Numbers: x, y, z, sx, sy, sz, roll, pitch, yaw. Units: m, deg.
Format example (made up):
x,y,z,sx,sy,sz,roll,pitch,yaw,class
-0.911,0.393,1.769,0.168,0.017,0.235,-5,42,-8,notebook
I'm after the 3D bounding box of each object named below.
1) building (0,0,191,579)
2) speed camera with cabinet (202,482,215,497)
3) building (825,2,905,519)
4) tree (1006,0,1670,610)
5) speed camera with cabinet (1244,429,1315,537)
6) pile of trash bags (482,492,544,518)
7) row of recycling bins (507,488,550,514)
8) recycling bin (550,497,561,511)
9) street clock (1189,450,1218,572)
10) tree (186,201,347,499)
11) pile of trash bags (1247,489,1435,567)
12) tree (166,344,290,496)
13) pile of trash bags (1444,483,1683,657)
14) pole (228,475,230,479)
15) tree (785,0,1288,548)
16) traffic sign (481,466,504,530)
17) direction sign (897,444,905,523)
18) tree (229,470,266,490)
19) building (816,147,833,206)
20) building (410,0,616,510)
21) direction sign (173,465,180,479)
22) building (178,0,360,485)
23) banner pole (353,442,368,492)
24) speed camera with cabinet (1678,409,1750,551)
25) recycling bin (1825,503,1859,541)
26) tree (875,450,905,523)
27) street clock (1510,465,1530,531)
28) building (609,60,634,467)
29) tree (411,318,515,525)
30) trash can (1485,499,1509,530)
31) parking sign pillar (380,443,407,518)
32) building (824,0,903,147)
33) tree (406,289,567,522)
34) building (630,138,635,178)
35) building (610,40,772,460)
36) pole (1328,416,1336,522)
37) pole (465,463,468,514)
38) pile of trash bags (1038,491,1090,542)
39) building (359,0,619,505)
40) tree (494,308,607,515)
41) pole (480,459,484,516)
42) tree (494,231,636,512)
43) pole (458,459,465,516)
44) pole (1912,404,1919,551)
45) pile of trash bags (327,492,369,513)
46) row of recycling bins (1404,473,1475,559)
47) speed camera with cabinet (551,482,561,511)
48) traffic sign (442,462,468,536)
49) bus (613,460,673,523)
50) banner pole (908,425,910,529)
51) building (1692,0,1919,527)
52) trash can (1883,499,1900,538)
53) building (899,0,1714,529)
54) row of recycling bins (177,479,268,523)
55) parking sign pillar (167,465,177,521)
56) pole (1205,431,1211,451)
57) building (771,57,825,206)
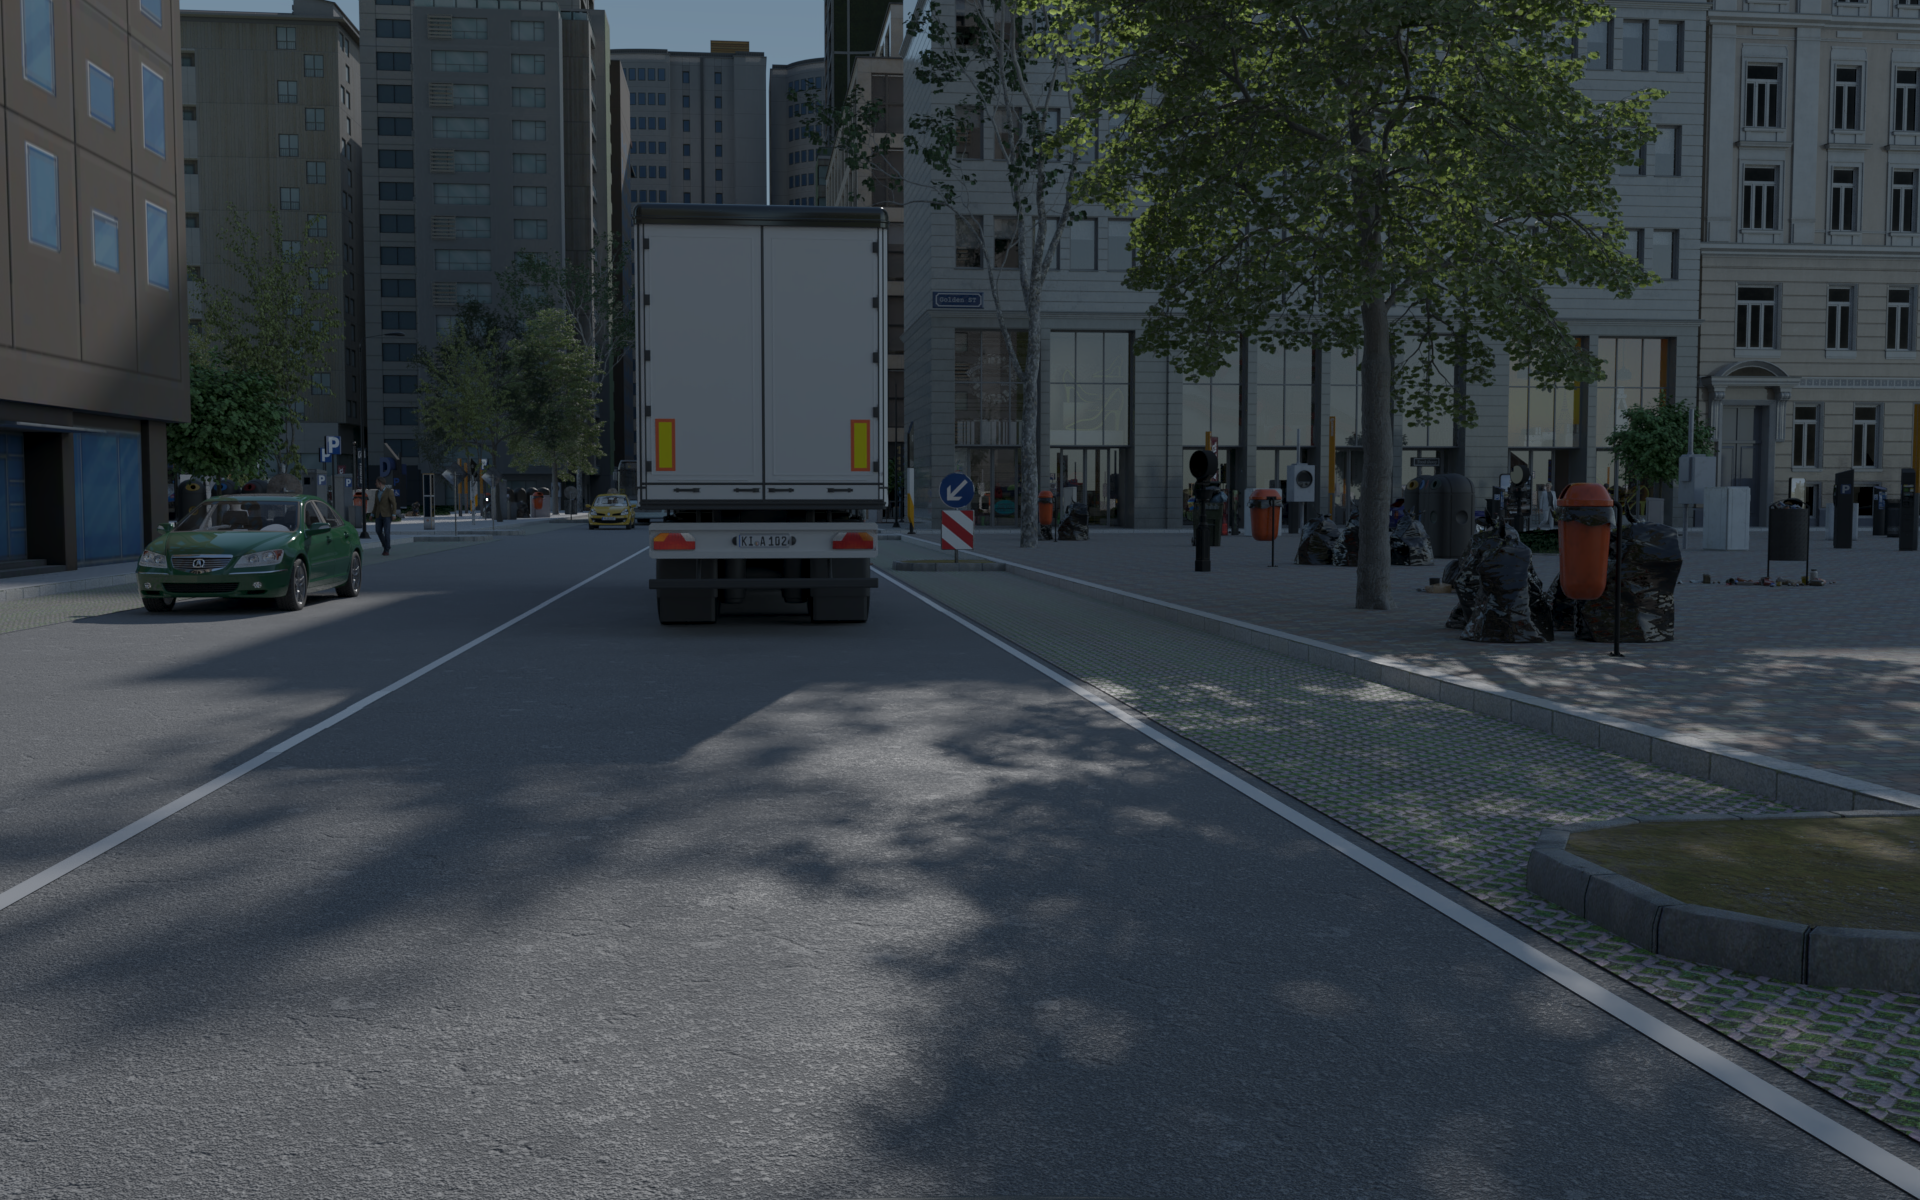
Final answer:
x,y,z,sx,sy,sz,roll,pitch,yaw,class
-21.358,-22.962,25.541,14.600,45.320,14.200,0,4,-7,building
-35.794,-5.354,81.872,2.038,3.252,0.660,2,4,33,speed camera with cabinet
2.276,-18.417,105.627,19.350,26.468,34.151,0,4,-7,building
4.245,-6.168,18.969,7.486,12.596,7.792,0,3,0,tree
9.627,-3.536,52.154,2.038,3.252,0.660,-1,4,-14,speed camera with cabinet
-23.687,-5.060,92.483,1.912,1.369,3.447,3,4,38,pile of trash bags
-27.493,-6.271,109.649,1.069,1.692,3.534,3,5,42,row of recycling bins
-31.369,-7.422,133.896,0.722,1.027,0.722,-3,5,-42,recycling bin
4.020,-1.471,28.622,0.358,2.002,0.471,-2,4,-34,street clock
-17.123,-5.675,43.144,4.737,8.622,4.395,0,3,0,tree
6.716,-1.311,31.195,3.447,1.369,1.912,-1,4,-22,pile of trash bags
-16.294,-3.313,37.888,4.285,4.588,4.351,0,3,0,tree
5.293,-0.328,15.114,1.912,1.369,3.447,1,4,13,pile of trash bags
-41.298,-6.364,97.902,0.158,3.312,0.155,0,3,0,pole
2.175,-11.414,42.503,12.611,20.169,13.585,0,3,0,tree
-16.479,-3.516,61.127,0.795,2.450,0.064,0,4,-7,traffic sign
-2.623,-5.256,77.931,0.379,3.537,0.876,2,4,28,direction sign
-33.348,-5.311,81.435,1.663,3.219,1.824,0,3,0,tree
-5.301,-22.997,147.697,14.160,30.474,14.107,0,4,-7,building
-35.962,-27.985,141.147,14.154,41.232,14.086,0,4,-7,building
-41.465,-6.099,91.723,0.379,3.537,0.876,2,4,33,direction sign
-78.278,-36.777,190.537,27.495,52.752,28.713,0,4,-7,building
-28.766,-5.684,82.950,0.863,3.779,0.401,1,4,14,banner pole
17.298,-2.776,39.728,0.660,3.252,2.038,-1,4,-8,speed camera with cabinet
24.446,-2.169,48.024,0.722,1.027,0.722,1,4,19,recycling bin
-3.091,-4.974,75.929,1.663,3.219,1.824,0,3,0,tree
14.003,-2.373,43.366,0.358,2.002,0.471,-2,4,-25,street clock
-40.687,-32.127,175.392,14.600,45.320,14.200,0,4,-7,building
-20.359,-7.429,71.831,4.737,8.622,4.395,0,3,0,tree
16.546,-2.553,53.400,0.748,1.137,0.748,0,3,0,trash can
-30.053,-6.291,91.329,1.447,3.967,1.447,3,5,42,parking sign pillar
-4.349,-44.402,164.231,20.563,71.187,20.611,0,4,-7,building
-21.524,-8.868,79.411,7.601,10.594,8.767,0,4,-2,tree
-50.267,-33.198,197.410,28.867,44.769,22.147,0,4,-7,building
-39.535,-41.941,227.739,28.212,58.520,21.231,0,4,-7,building
9.762,-3.158,45.484,0.158,3.312,0.155,0,3,0,pole
-32.206,-7.283,112.924,0.158,3.312,0.155,0,3,0,pole
2.589,-2.333,47.900,1.912,1.369,3.447,1,4,10,pile of trash bags
-41.539,-43.960,156.992,20.563,71.187,20.611,0,4,-7,building
-25.226,-11.491,105.999,7.486,12.596,7.792,0,3,0,tree
-27.796,-6.531,100.624,0.158,3.312,0.155,0,3,0,pole
-25.560,-16.320,122.719,12.611,20.169,13.585,0,3,0,tree
-28.676,-6.451,99.321,0.158,3.312,0.155,0,3,0,pole
21.696,-2.781,39.305,0.158,3.312,0.155,0,3,0,pole
-25.344,-3.640,69.265,3.447,1.369,1.912,0,4,2,pile of trash bags
9.970,-1.765,35.970,1.069,1.692,3.534,0,4,4,row of recycling bins
-31.515,-8.433,132.212,2.038,3.252,0.660,0,4,-5,speed camera with cabinet
-15.499,-3.031,53.202,0.795,2.450,0.064,0,4,-7,traffic sign
-14.725,-5.451,83.976,2.948,3.499,13.247,0,4,-6,bus
-1.767,-4.465,63.018,0.401,3.779,0.863,1,4,9,banner pole
37.496,-17.614,73.897,20.117,28.700,13.634,0,4,-7,building
27.615,-2.412,51.094,0.748,1.137,0.748,0,3,0,trash can
12.919,-17.843,69.234,29.804,29.767,11.434,0,4,-7,building
-20.114,-2.526,48.406,3.534,1.692,1.069,0,4,0,row of recycling bins
-37.849,-5.746,82.426,1.447,3.967,1.447,-3,4,-39,parking sign pillar
8.084,-3.829,56.450,0.158,3.312,0.155,0,3,0,pole
-11.093,-42.161,231.330,28.212,58.520,21.231,0,4,-7,building
